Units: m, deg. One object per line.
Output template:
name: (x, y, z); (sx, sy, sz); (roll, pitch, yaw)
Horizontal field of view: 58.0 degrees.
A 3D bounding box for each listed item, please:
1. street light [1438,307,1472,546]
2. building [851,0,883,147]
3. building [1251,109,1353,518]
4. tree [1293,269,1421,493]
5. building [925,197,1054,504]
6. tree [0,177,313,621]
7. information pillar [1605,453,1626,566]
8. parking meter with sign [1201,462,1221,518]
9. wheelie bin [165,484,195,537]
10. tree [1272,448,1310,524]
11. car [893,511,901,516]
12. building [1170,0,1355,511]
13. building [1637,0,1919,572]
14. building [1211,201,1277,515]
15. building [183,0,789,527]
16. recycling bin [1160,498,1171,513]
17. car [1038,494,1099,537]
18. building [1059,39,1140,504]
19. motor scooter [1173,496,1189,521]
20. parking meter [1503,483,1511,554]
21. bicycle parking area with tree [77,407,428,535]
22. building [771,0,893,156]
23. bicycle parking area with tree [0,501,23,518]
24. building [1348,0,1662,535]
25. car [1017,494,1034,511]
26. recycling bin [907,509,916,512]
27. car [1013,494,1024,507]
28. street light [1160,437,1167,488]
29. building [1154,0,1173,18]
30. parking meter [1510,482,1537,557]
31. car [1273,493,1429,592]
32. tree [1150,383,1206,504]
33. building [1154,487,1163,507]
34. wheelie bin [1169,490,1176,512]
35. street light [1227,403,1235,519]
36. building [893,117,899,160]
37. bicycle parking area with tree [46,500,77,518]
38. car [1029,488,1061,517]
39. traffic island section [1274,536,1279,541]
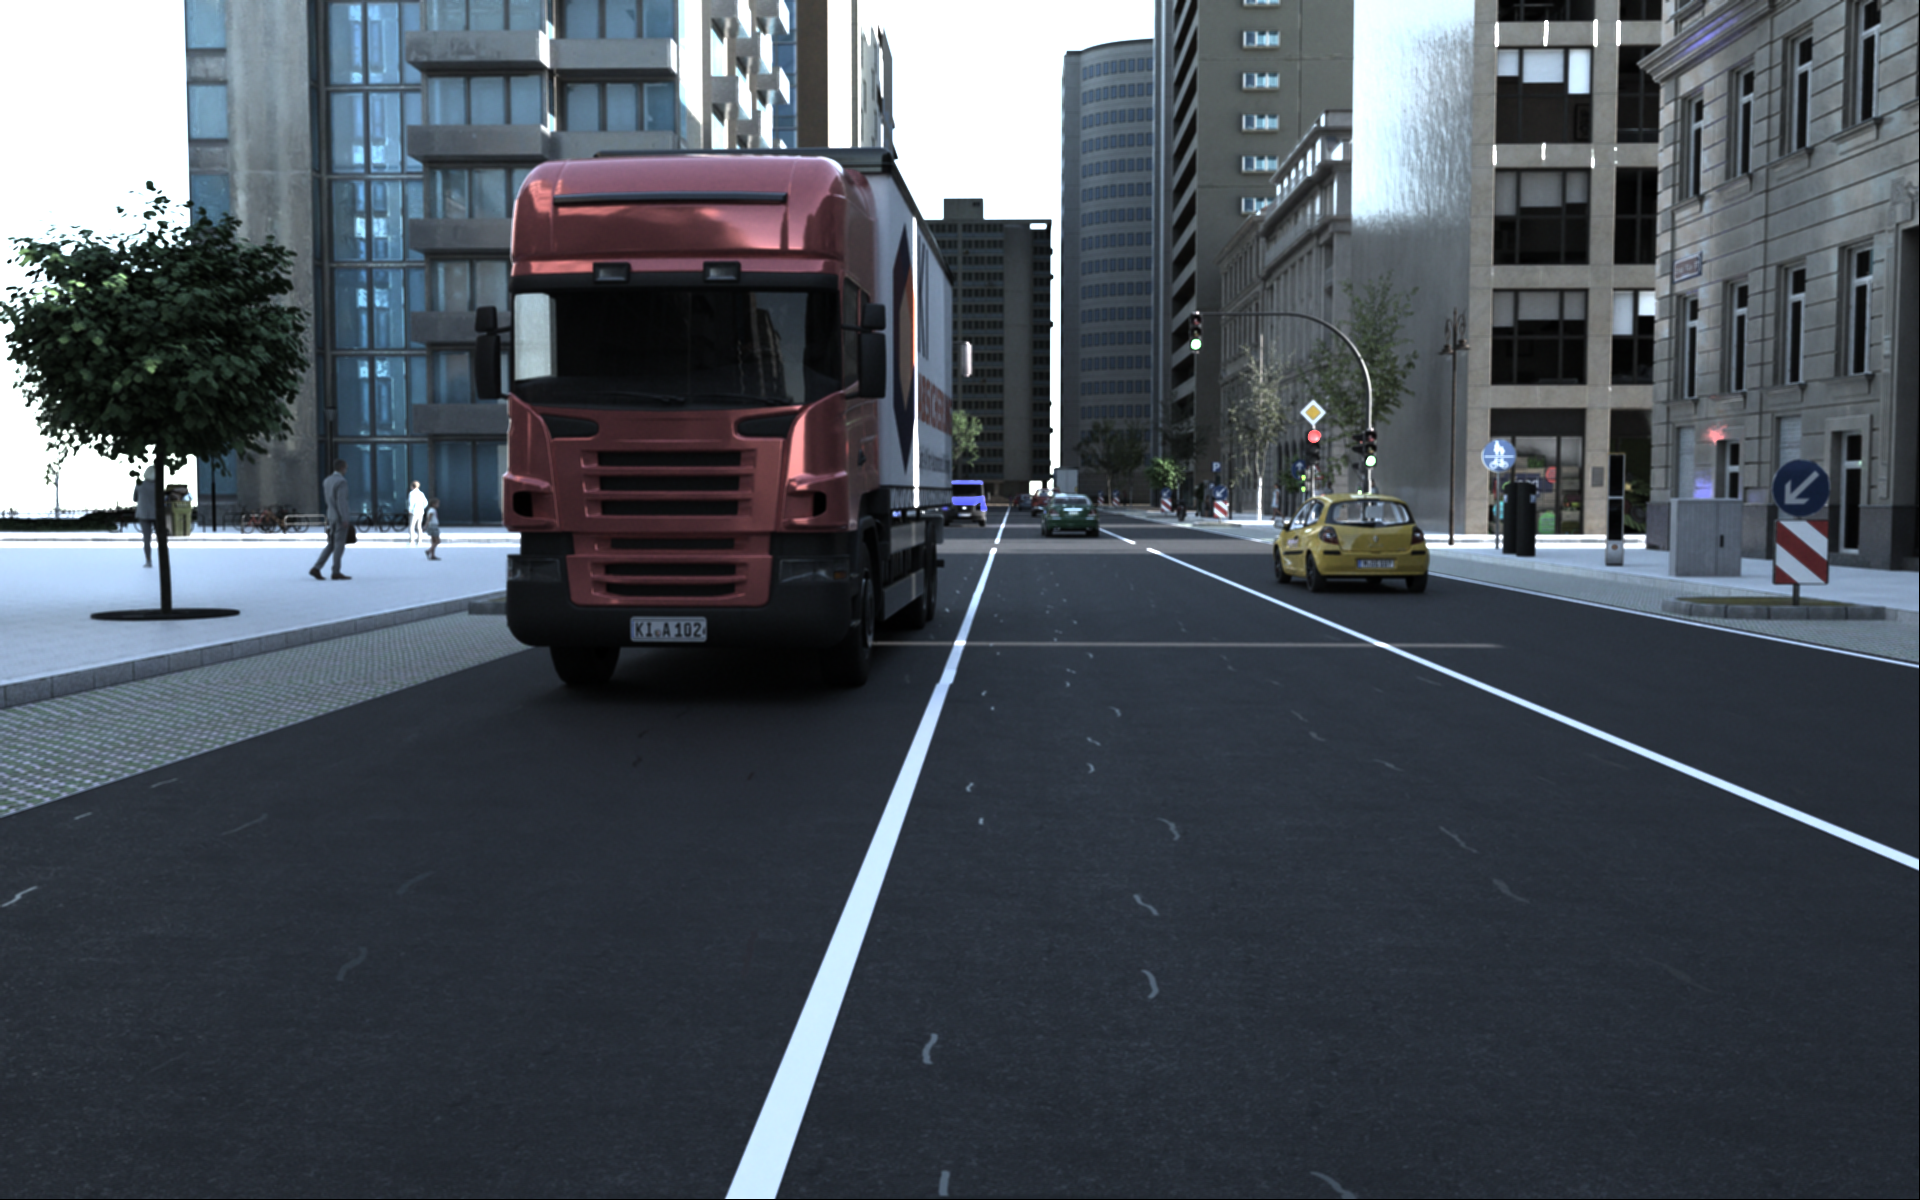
street light: (12.243, -4.293, 42.980); (0.468, 5.910, 1.993); (0, 4, 2)
building: (-20.417, -33.730, 140.731); (28.713, 52.752, 27.495); (0, 4, 2)
building: (23.812, -15.335, 92.531); (13.314, 21.916, 24.055); (0, 4, 2)
tree: (13.293, -6.538, 57.258); (4.737, 8.622, 4.395); (0, 3, 0)
building: (0.393, -32.896, 229.728); (23.993, 40.220, 32.217); (0, 4, 2)
tree: (-8.367, -2.110, 18.218); (4.285, 4.588, 4.351); (0, 3, 0)
information pillar: (11.726, -1.620, 30.980); (0.304, 2.012, 0.304); (1, 4, 20)
parking meter with sign: (13.667, -6.023, 94.743); (0.543, 3.016, 1.738); (-1, 4, -15)
wheelie bin: (-23.469, -2.700, 52.058); (0.693, 1.594, 0.980); (3, 5, 43)
tree: (14.136, -4.776, 72.683); (1.663, 3.219, 1.824); (0, 3, 0)
car: (-3.334, -3.911, 73.536); (1.945, 1.707, 3.694); (0, 4, 3)
building: (28.451, -31.439, 137.733); (21.300, 48.544, 21.600); (0, 4, 2)
building: (21.170, -14.058, 27.111); (12.463, 27.353, 25.104); (0, 4, 2)
building: (23.642, -17.069, 115.236); (11.583, 22.565, 21.152); (0, 4, 2)
building: (-20.005, -28.142, 79.723); (23.786, 49.044, 30.456); (0, 4, 2)
recycling bin: (14.323, -6.603, 120.520); (0.722, 1.027, 0.722); (0, 4, 5)
car: (3.751, -2.905, 59.302); (2.131, 1.459, 4.920); (0, 4, 0)
building: (27.162, -41.595, 222.075); (28.212, 58.520, 21.231); (0, 4, 2)
motor scooter: (11.587, -4.763, 90.657); (0.815, 1.314, 1.986); (0, 4, 3)
parking meter: (11.881, -1.764, 37.253); (0.372, 1.533, 0.369); (0, 3, 0)
bicycle parking area with tree: (-23.014, -4.357, 58.236); (8.231, 4.147, 9.016); (3, 4, 36)
building: (-13.572, -31.294, 161.767); (14.600, 45.320, 14.200); (0, 4, 2)
bicycle parking area with tree: (-50.384, -5.948, 84.247); (8.231, 4.147, 9.016); (-3, 5, -41)
building: (33.103, -15.776, 62.459); (34.151, 26.468, 19.350); (0, 4, 2)
car: (5.920, -8.401, 149.356); (2.014, 1.417, 4.499); (0, 4, 1)
recycling bin: (-3.667, -6.907, 125.481); (0.722, 1.027, 0.722); (2, 4, 24)
car: (7.131, -11.687, 200.116); (2.155, 1.783, 4.494); (0, 4, 3)
street light: (14.739, -9.328, 125.303); (0.468, 5.910, 1.993); (0, 4, 2)
building: (30.884, -39.223, 183.290); (21.231, 58.520, 28.212); (0, 4, 2)
parking meter: (11.665, -1.667, 35.669); (0.372, 1.533, 0.369); (0, 3, 0)
car: (5.953, -1.010, 26.731); (2.015, 1.641, 3.980); (0, 3, 0)
tree: (14.842, -10.111, 115.673); (4.360, 8.622, 3.978); (0, 3, 0)
building: (29.061, -44.057, 158.583); (20.563, 71.187, 20.611); (0, 4, 2)
wheelie bin: (14.860, -6.992, 122.230); (0.693, 1.594, 0.980); (1, 4, 18)
street light: (13.707, -7.022, 87.591); (0.468, 5.910, 1.993); (0, 4, 2)
building: (-19.887, -32.654, 188.517); (28.867, 44.769, 22.147); (0, 4, 2)
bicycle parking area with tree: (-44.978, -6.609, 95.063); (9.016, 4.147, 8.231); (-3, 5, -44)
car: (5.534, -6.168, 109.524); (2.281, 1.827, 5.304); (0, 4, 2)
traffic island section: (10.468, -1.787, 51.502); (2.009, 0.180, 2.903); (0, 4, 2)
